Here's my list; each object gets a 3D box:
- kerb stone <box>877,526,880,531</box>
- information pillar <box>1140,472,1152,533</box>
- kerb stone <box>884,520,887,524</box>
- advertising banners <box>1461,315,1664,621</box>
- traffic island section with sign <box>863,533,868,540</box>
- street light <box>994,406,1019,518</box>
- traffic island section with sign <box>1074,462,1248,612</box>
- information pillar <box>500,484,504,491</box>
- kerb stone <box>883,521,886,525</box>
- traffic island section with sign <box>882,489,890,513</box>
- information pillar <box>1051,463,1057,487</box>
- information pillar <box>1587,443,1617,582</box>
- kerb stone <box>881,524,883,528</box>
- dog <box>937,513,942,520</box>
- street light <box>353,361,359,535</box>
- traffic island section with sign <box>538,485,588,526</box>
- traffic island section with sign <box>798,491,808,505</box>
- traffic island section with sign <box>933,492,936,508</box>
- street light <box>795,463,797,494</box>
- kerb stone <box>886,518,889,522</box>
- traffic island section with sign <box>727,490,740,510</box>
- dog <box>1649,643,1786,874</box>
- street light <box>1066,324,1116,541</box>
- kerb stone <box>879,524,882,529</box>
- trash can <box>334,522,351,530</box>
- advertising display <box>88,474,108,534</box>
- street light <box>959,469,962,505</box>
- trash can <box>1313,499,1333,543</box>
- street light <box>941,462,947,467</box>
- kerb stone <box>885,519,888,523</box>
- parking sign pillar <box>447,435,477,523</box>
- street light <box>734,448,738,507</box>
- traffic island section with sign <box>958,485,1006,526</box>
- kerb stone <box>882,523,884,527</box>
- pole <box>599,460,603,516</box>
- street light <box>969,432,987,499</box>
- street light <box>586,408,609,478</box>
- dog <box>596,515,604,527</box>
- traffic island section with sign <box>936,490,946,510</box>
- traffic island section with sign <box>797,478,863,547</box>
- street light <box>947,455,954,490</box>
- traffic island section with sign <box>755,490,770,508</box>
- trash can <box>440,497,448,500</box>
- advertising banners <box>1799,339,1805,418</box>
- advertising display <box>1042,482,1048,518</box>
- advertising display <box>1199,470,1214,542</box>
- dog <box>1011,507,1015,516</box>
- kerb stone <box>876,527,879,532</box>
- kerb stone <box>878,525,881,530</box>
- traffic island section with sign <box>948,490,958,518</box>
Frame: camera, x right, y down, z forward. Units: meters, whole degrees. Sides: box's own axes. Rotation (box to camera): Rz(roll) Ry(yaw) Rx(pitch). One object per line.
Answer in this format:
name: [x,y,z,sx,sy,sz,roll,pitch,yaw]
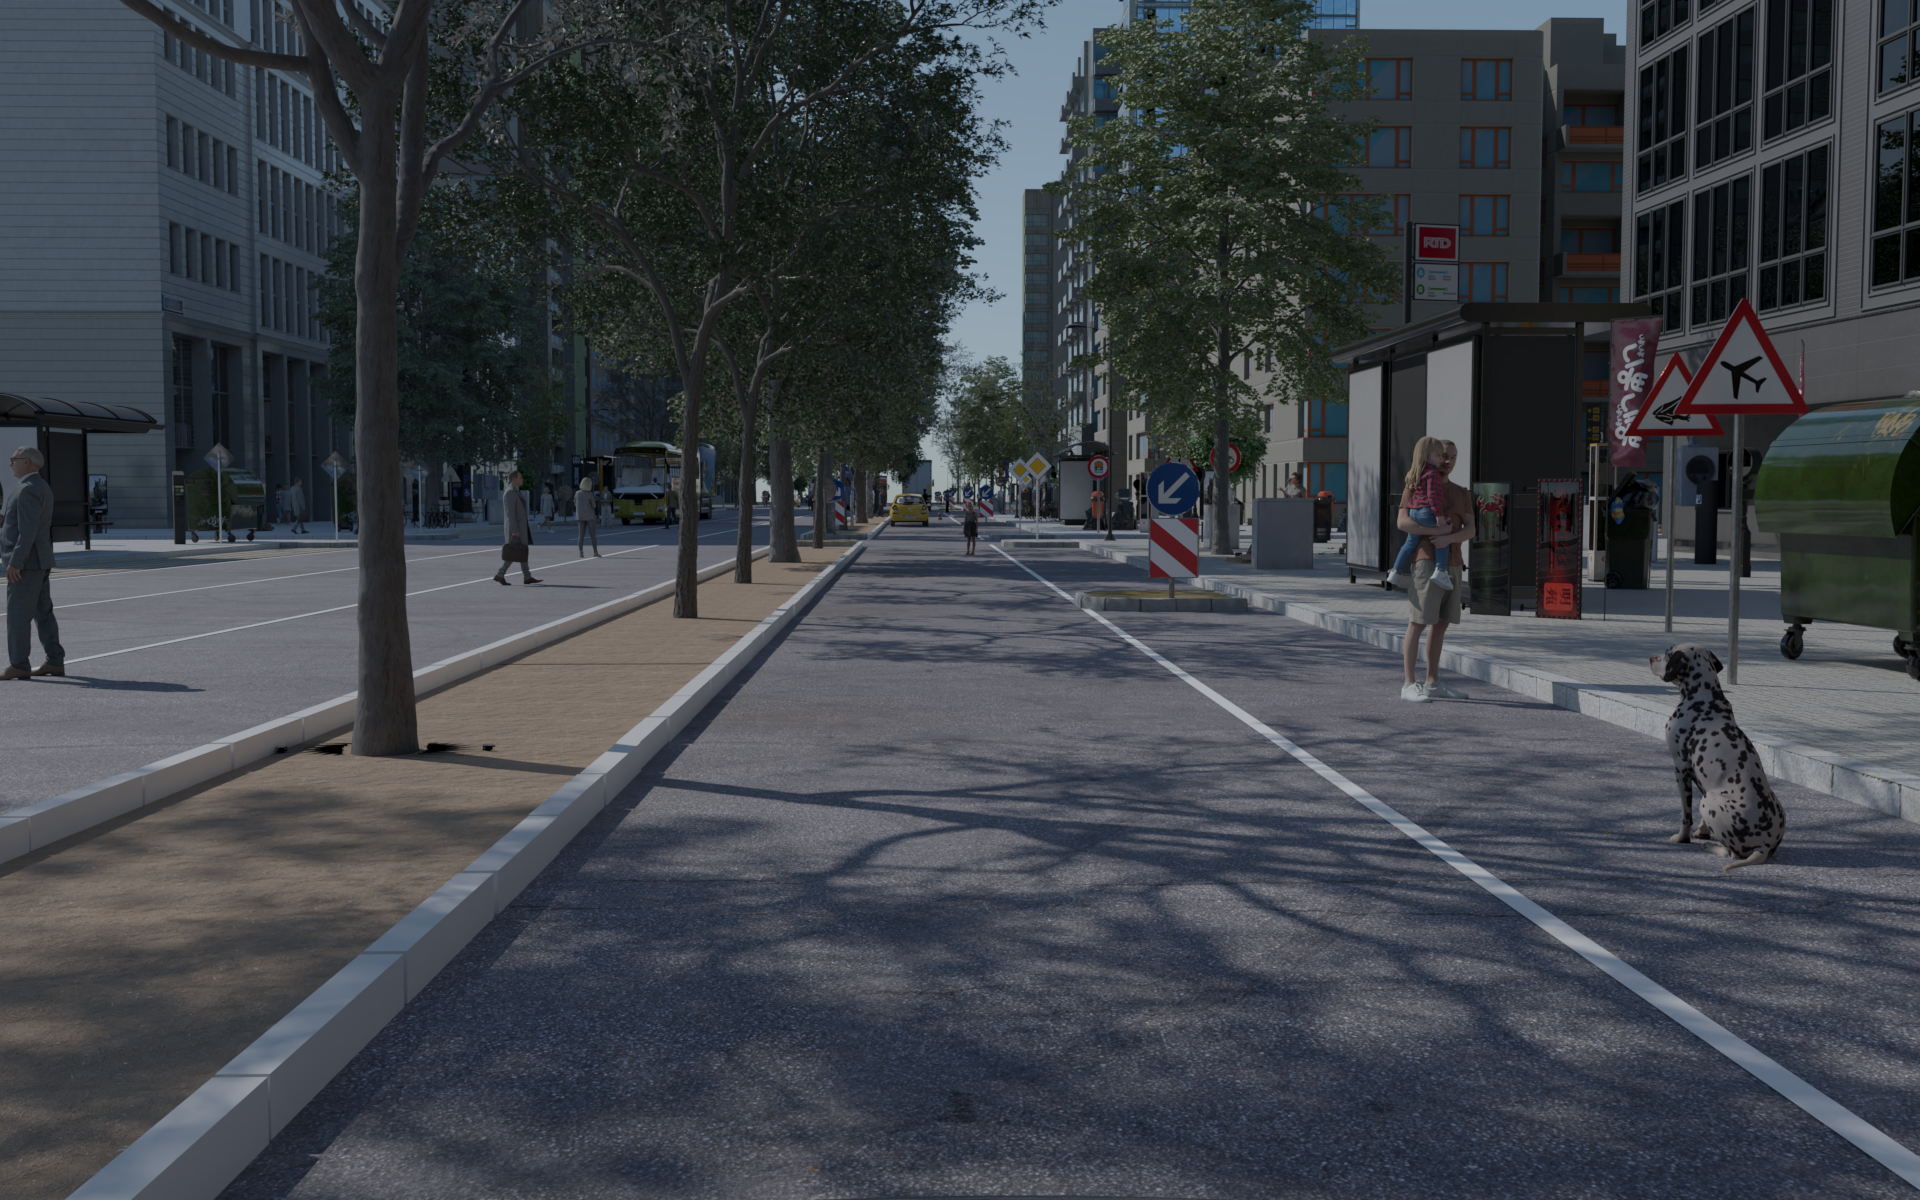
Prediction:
kerb stone: [-3.091,-2.515,63.357,0.120,0.150,1.000,0,4,-1]
information pillar: [6.137,-3.227,57.255,0.304,2.012,0.304,2,4,26]
kerb stone: [-3.433,-3.332,76.679,0.120,0.150,1.000,0,4,-1]
advertising banners: [6.127,-1.317,17.729,2.074,3.025,0.090,3,5,45]
traffic island section with sign: [-3.944,-2.869,55.047,2.006,1.907,1.989,0,4,-1]
street light: [2.479,-7.288,91.705,1.470,5.913,1.316,0,4,-1]
traffic island section with sign: [2.489,-0.819,22.019,1.989,1.847,2.006,0,4,-1]
information pillar: [-29.604,-6.557,111.706,0.304,2.012,0.304,-2,4,-25]
kerb stone: [-3.385,-3.207,74.625,0.120,0.150,1.000,0,4,-1]
traffic island section with sign: [-5.868,-7.463,130.161,2.006,1.907,1.989,0,4,-1]
information pillar: [7.103,-8.548,131.115,0.504,3.616,0.183,3,4,36]
information pillar: [9.371,-1.271,25.269,0.304,2.012,0.304,0,4,2]
kerb stone: [-3.217,-2.831,68.479,0.120,0.150,1.000,0,4,-1]
dog: [-1.192,-4.590,95.232,0.550,0.427,0.748,2,4,33]
street light: [-18.519,-5.030,54.777,1.470,5.913,1.316,0,4,-1]
traffic island section with sign: [-17.756,-4.223,77.681,1.989,1.847,2.006,0,4,-1]
traffic island section with sign: [-21.820,-13.984,237.268,1.989,1.847,2.006,0,4,-1]
traffic island section with sign: [-1.604,-10.634,182.498,1.989,1.847,2.006,0,4,-1]
street light: [-23.640,-17.233,254.299,1.470,5.913,1.316,0,4,-1]
kerb stone: [-3.593,-3.708,82.833,0.120,0.150,1.000,0,4,-1]
traffic island section with sign: [-19.708,-8.918,154.429,1.989,1.847,2.006,0,4,-1]
dog: [3.012,0.609,6.883,0.513,0.831,0.800,1,4,21]
street light: [3.586,-4.582,47.463,1.470,5.913,1.316,0,4,-1]
kerb stone: [-3.200,-2.765,67.456,0.120,0.150,1.000,0,4,-1]
trash can: [-22.225,-3.104,62.401,0.748,1.137,0.748,0,3,0]
advertising display: [-27.983,-3.116,56.154,0.123,1.923,0.974,0,4,7]
street light: [0.424,-11.970,168.254,1.470,5.913,1.316,0,4,-1]
trash can: [9.420,-2.066,45.428,0.748,1.137,0.748,0,3,0]
street light: [-1.615,-17.013,250.702,1.470,5.913,1.316,0,4,-1]
kerb stone: [-3.514,-3.521,79.759,0.120,0.150,1.000,0,4,-1]
parking sign pillar: [-22.162,-5.392,76.637,1.447,3.967,1.447,3,5,43]
street light: [-21.512,-12.096,170.306,1.470,5.913,1.316,0,4,-1]
traffic island section with sign: [1.054,-4.264,78.347,1.989,1.847,2.006,0,4,-1]
kerb stone: [-3.280,-2.956,70.527,0.120,0.150,1.000,0,4,-1]
pole: [-21.185,-6.627,102.201,0.158,3.312,0.155,0,3,0]
street light: [1.441,-9.666,130.580,1.470,5.913,1.316,0,4,-1]
street light: [-19.663,-7.414,93.756,1.470,5.913,1.316,0,4,-1]
dog: [-15.680,-3.431,75.386,0.406,0.507,0.540,-2,4,-23]
traffic island section with sign: [-0.899,-8.940,154.801,1.989,1.847,2.006,0,4,-1]
traffic island section with sign: [-3.765,-2.416,47.642,2.006,1.907,1.989,0,4,-1]
street light: [-0.462,-14.347,207.113,1.470,5.913,1.316,0,4,-1]
traffic island section with sign: [-20.420,-10.590,181.781,1.989,1.847,2.006,0,4,-1]
trash can: [-28.212,-5.104,95.104,0.748,1.137,0.748,0,3,0]
advertising banners: [10.001,-1.491,20.571,0.090,3.025,2.074,2,4,29]
advertising display: [4.465,-5.268,91.344,0.123,1.923,0.974,0,4,-8]
advertising display: [6.744,-2.536,46.683,0.123,1.923,0.974,3,4,37]
dog: [3.164,-5.267,102.942,0.406,0.507,0.540,-1,4,-22]
kerb stone: [-3.071,-2.450,62.325,0.120,0.150,1.000,0,4,-1]
kerb stone: [-3.148,-2.639,65.408,0.120,0.150,1.000,0,4,-1]
traffic island section with sign: [0.363,-5.912,105.293,1.989,1.847,2.006,0,4,-1]
